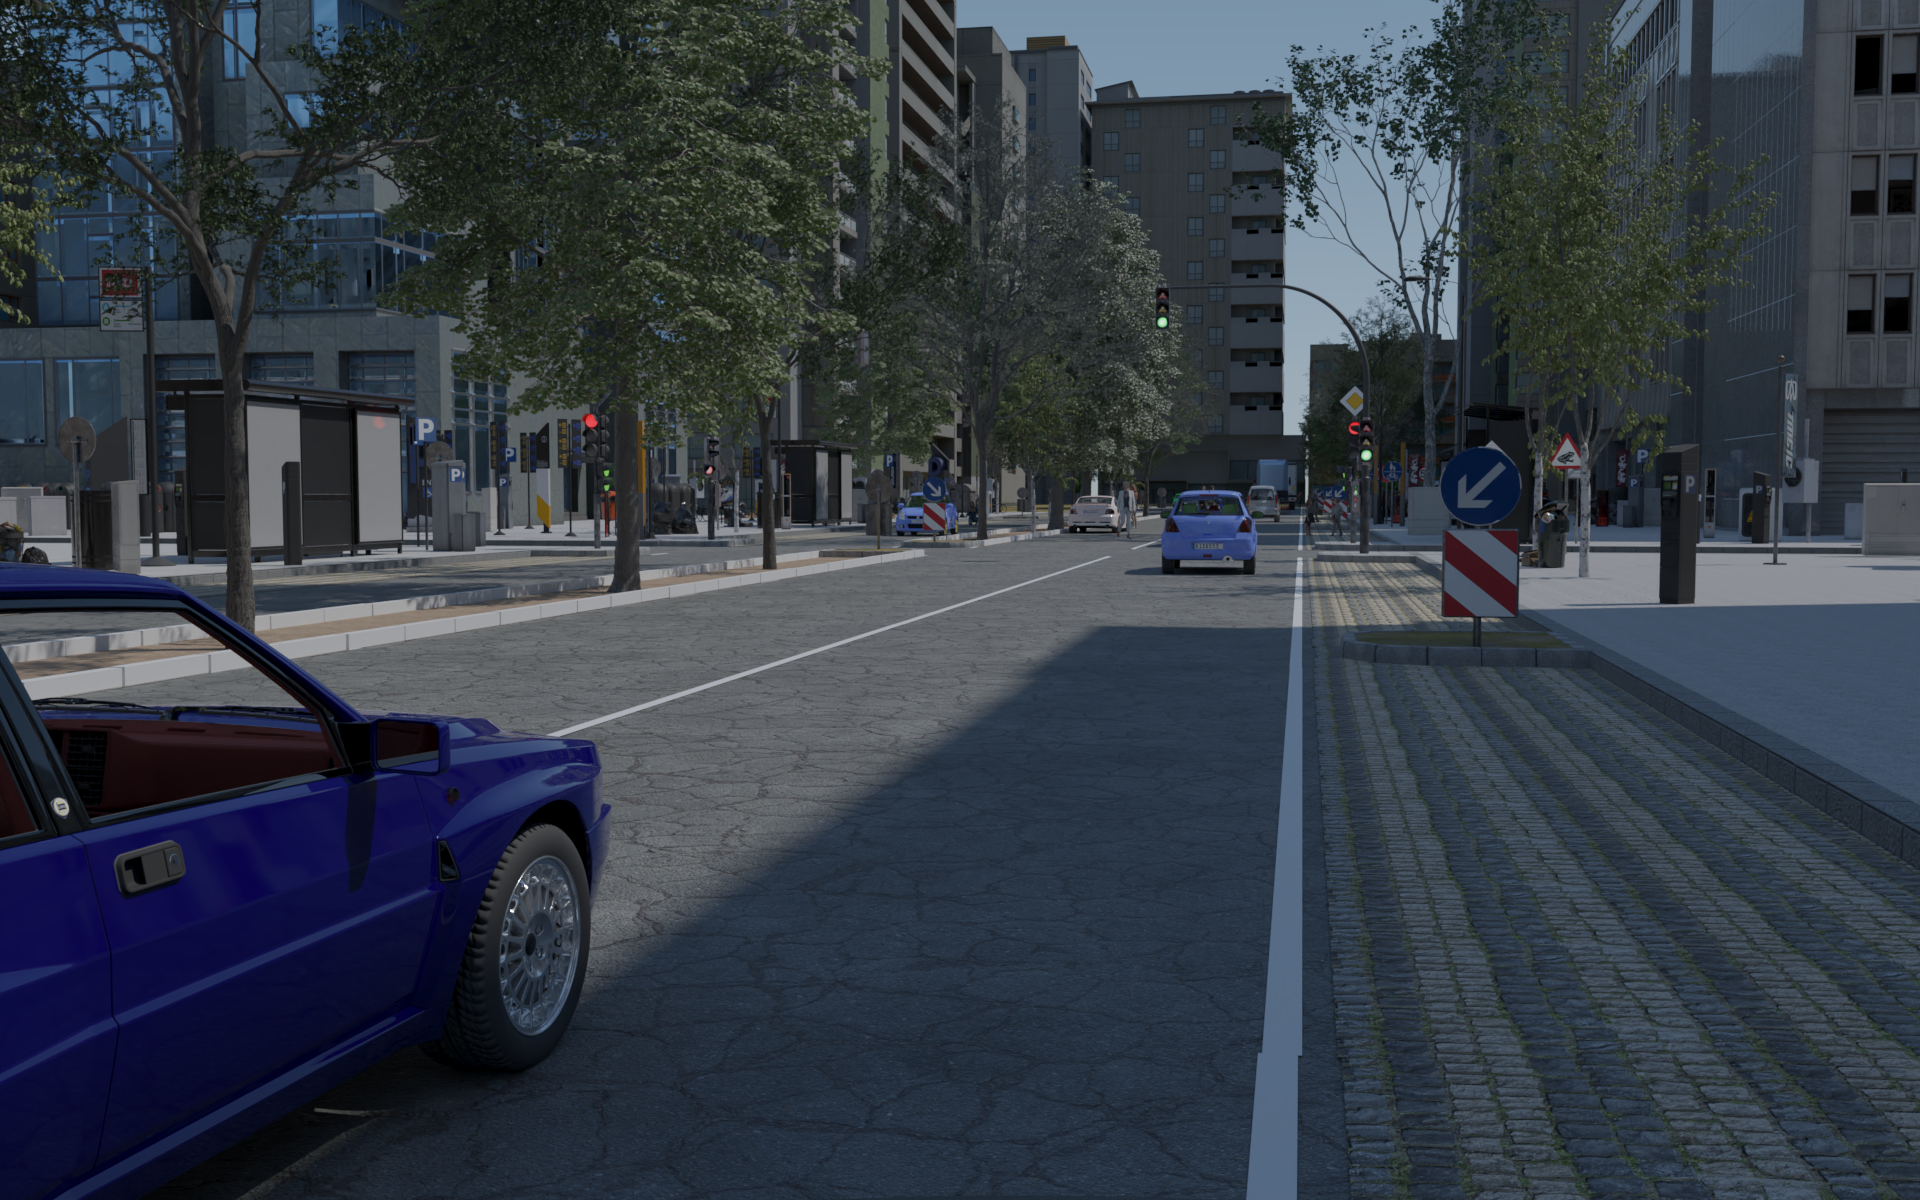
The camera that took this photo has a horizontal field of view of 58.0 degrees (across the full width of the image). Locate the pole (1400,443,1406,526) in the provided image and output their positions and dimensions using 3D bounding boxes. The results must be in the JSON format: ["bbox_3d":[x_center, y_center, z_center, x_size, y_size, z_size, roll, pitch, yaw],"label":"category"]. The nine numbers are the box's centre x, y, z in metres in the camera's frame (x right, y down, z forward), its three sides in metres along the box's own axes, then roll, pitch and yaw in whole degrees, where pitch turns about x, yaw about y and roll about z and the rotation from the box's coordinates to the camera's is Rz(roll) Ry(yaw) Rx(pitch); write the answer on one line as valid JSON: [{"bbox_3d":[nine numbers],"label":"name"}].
[{"bbox_3d":[17.557,-4.576,68.666,0.158,3.312,0.155,0,3,0],"label":"pole"}]

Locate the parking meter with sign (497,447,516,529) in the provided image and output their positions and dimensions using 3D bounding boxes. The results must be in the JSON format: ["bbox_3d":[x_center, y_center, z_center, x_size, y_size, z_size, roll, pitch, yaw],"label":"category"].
[{"bbox_3d":[-16.828,-4.139,63.941,0.543,3.016,1.738,0,4,-2],"label":"parking meter with sign"}]

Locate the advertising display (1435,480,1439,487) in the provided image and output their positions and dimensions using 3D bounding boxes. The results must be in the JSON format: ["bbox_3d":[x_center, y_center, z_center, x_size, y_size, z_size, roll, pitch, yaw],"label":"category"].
[{"bbox_3d":[21.459,-4.451,77.984,0.974,1.923,0.123,1,4,10],"label":"advertising display"}]

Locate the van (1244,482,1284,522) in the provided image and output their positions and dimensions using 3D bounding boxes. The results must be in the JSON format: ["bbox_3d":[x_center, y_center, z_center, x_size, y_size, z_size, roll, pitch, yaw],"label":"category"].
[{"bbox_3d":[15.610,-5.021,89.107,2.013,2.044,4.112,1,4,12],"label":"van"}]

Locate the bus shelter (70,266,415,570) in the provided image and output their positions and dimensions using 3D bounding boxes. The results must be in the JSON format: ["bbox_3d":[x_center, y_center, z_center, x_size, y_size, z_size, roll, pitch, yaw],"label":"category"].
[{"bbox_3d":[-13.605,-3.391,33.081,2.179,5.291,8.768,1,4,11],"label":"bus shelter"}]

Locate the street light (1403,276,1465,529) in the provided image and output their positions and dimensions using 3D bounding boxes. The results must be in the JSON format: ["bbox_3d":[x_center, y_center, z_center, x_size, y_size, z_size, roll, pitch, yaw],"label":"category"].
[{"bbox_3d":[10.123,-3.937,36.906,1.470,5.913,1.316,1,4,11],"label":"street light"}]

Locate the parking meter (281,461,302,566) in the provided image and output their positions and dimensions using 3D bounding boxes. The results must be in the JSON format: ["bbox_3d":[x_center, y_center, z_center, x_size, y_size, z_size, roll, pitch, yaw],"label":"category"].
[{"bbox_3d":[-12.050,-1.561,31.233,0.255,1.863,0.399,-2,4,-33],"label":"parking meter"}]

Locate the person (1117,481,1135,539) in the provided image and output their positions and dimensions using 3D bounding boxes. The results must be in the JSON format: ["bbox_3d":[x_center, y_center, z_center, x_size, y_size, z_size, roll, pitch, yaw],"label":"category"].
[{"bbox_3d":[5.284,-2.875,55.386,0.514,1.842,0.818,-1,4,-19],"label":"person"}]

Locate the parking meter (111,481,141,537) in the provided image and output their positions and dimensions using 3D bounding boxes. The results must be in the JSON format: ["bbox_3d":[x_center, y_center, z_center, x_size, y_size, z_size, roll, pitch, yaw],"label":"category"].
[{"bbox_3d":[-15.670,-1.470,32.439,0.372,1.533,0.369,0,3,0],"label":"parking meter"}]

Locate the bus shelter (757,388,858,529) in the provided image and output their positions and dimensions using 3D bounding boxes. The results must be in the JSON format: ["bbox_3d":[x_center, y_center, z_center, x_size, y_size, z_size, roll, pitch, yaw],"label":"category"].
[{"bbox_3d":[-6.138,-5.538,68.174,2.179,5.291,8.768,1,4,11],"label":"bus shelter"}]

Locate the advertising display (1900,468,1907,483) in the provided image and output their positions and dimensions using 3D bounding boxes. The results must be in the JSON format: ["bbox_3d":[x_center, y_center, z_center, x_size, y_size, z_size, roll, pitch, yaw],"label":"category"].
[{"bbox_3d":[23.712,-2.346,43.566,0.123,1.923,0.974,2,4,26],"label":"advertising display"}]

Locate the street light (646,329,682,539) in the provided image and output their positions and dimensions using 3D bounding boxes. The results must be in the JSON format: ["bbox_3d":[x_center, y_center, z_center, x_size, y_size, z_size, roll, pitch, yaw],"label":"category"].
[{"bbox_3d":[-8.282,-4.676,48.998,1.470,5.913,1.316,1,4,11],"label":"street light"}]

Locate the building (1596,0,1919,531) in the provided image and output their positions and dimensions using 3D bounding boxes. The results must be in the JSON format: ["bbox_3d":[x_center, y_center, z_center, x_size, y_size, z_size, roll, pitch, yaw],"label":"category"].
[{"bbox_3d":[35.945,-15.751,75.555,12.078,24.808,19.932,1,4,11],"label":"building"}]

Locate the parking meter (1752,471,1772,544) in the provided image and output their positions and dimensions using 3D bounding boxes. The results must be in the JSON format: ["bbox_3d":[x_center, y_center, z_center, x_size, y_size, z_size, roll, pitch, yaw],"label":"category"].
[{"bbox_3d":[20.686,-2.384,44.683,0.255,1.863,0.399,-2,4,-33],"label":"parking meter"}]

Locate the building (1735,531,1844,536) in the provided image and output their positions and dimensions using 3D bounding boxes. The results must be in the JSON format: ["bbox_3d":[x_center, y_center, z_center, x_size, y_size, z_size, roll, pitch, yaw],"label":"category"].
[{"bbox_3d":[36.150,-14.553,55.964,19.932,24.808,12.078,1,4,11],"label":"building"}]

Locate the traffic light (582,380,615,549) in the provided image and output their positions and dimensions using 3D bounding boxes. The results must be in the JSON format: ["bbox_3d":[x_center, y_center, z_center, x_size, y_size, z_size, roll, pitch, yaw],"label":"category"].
[{"bbox_3d":[-8.501,-3.159,40.570,0.839,4.253,0.868,1,4,11],"label":"traffic light"}]

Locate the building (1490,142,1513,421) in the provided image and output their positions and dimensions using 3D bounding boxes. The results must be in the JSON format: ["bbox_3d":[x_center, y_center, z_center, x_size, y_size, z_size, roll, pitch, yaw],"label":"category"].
[{"bbox_3d":[51.163,-22.749,143.643,14.160,30.474,14.107,1,4,11],"label":"building"}]

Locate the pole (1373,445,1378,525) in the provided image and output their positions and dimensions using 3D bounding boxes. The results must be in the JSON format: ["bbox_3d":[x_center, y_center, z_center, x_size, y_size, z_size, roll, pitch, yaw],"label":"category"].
[{"bbox_3d":[17.402,-4.811,72.499,0.158,3.312,0.155,0,3,0],"label":"pole"}]

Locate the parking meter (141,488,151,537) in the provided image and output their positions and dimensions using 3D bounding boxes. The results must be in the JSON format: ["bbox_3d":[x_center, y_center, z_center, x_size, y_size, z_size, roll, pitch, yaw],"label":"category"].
[{"bbox_3d":[-24.482,-2.662,51.931,0.372,1.533,0.369,0,3,0],"label":"parking meter"}]

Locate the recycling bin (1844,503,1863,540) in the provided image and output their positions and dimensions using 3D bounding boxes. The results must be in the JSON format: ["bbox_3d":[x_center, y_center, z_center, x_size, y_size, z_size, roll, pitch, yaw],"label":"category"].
[{"bbox_3d":[25.363,-2.219,48.839,0.722,1.027,0.722,2,4,28],"label":"recycling bin"}]

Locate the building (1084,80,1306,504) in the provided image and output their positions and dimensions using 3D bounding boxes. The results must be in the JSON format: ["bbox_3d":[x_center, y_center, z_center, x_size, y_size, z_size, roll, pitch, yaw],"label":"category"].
[{"bbox_3d":[31.707,-39.051,227.722,27.495,52.752,28.713,1,4,11],"label":"building"}]

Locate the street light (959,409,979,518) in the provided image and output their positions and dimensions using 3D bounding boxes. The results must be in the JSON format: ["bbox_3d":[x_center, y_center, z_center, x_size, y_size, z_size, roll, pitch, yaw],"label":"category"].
[{"bbox_3d":[0.646,-7.435,94.096,1.470,5.913,1.316,1,4,11],"label":"street light"}]

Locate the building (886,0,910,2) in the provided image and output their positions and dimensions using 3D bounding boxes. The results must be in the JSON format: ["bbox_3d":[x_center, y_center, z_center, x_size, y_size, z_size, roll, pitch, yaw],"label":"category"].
[{"bbox_3d":[-12.771,-31.406,137.193,21.300,48.544,21.600,1,4,11],"label":"building"}]

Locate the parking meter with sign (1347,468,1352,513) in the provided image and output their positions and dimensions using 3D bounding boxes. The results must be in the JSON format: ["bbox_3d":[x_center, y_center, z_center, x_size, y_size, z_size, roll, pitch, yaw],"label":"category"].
[{"bbox_3d":[26.448,-7.343,116.321,0.543,3.016,1.738,-1,4,-15],"label":"parking meter with sign"}]

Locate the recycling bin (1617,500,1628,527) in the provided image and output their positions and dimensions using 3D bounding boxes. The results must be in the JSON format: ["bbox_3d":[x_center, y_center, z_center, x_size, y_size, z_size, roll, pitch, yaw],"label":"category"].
[{"bbox_3d":[26.424,-3.429,68.625,0.722,1.027,0.722,1,4,21],"label":"recycling bin"}]

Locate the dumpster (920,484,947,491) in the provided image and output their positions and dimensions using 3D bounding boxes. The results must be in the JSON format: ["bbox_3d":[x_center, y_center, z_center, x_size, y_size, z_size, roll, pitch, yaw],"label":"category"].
[{"bbox_3d":[-1.449,-5.127,89.577,1.264,1.857,1.865,1,4,11],"label":"dumpster"}]

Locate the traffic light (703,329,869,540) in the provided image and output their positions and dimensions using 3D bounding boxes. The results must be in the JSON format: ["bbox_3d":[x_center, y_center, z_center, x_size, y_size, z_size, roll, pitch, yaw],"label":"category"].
[{"bbox_3d":[-4.883,-4.487,48.034,4.771,5.953,1.251,1,4,11],"label":"traffic light"}]

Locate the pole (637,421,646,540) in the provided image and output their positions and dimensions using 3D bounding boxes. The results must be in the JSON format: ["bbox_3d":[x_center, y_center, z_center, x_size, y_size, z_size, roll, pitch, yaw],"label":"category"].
[{"bbox_3d":[-8.882,-3.331,48.313,0.158,3.312,0.155,0,3,0],"label":"pole"}]

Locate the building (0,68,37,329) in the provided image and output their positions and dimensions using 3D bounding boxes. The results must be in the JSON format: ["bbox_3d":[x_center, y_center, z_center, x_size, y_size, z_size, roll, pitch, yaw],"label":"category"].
[{"bbox_3d":[-55.314,-14.450,81.294,28.899,21.520,27.650,1,4,11],"label":"building"}]

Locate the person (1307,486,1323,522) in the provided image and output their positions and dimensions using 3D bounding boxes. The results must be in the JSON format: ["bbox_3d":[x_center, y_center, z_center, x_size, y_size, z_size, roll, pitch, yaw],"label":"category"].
[{"bbox_3d":[17.878,-4.829,87.411,0.822,1.834,0.622,1,4,15],"label":"person"}]

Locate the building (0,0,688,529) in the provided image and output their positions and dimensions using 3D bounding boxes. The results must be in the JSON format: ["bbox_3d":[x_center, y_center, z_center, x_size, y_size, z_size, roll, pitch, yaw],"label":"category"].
[{"bbox_3d":[-26.669,-46.773,77.417,22.319,86.520,31.000,1,4,11],"label":"building"}]

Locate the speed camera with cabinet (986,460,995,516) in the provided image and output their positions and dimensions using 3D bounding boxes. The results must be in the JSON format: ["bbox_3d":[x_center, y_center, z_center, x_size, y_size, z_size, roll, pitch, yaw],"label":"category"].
[{"bbox_3d":[1.581,-6.518,100.904,0.660,3.252,2.038,1,4,11],"label":"speed camera with cabinet"}]

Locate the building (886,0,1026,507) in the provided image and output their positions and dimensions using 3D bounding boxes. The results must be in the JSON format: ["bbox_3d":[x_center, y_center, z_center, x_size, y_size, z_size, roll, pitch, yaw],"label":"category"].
[{"bbox_3d":[-5.254,-33.992,179.475,21.600,48.544,21.300,1,4,11],"label":"building"}]

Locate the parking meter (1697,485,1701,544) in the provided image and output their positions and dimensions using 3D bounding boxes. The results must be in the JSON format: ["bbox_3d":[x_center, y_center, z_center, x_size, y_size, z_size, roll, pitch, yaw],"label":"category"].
[{"bbox_3d":[18.936,-2.223,44.754,0.372,1.533,0.369,0,3,0],"label":"parking meter"}]

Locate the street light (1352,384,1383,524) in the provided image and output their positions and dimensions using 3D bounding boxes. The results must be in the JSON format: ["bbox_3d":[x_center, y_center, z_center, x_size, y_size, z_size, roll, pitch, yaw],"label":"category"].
[{"bbox_3d":[17.255,-6.163,73.309,1.470,5.913,1.316,1,4,11],"label":"street light"}]

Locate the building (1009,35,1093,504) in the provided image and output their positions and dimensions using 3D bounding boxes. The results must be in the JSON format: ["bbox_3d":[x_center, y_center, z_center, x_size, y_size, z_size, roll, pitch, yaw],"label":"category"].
[{"bbox_3d":[3.005,-41.991,228.558,28.212,58.520,21.231,1,4,11],"label":"building"}]

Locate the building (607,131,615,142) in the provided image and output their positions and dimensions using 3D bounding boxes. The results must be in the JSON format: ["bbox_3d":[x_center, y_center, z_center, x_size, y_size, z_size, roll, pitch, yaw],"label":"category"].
[{"bbox_3d":[-26.277,-45.534,182.729,20.611,71.187,20.563,1,4,11],"label":"building"}]

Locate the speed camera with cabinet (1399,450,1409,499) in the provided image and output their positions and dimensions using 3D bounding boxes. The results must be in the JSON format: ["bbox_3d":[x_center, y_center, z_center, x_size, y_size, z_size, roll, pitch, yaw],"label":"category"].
[{"bbox_3d":[20.452,-5.035,76.657,0.660,3.252,2.038,-3,5,-44],"label":"speed camera with cabinet"}]

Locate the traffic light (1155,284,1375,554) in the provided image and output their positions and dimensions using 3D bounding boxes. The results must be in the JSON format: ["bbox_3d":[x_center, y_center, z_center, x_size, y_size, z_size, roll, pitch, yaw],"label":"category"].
[{"bbox_3d":[6.613,-3.841,37.467,4.771,5.953,1.251,1,4,11],"label":"traffic light"}]

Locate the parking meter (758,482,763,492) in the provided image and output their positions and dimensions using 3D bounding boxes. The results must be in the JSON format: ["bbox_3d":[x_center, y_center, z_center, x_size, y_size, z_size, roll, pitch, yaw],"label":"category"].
[{"bbox_3d":[-9.704,-4.866,85.277,0.399,1.863,0.255,1,4,8],"label":"parking meter"}]

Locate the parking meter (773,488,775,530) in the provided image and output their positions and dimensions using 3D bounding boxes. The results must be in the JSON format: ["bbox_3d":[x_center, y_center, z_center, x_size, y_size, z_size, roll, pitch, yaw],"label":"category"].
[{"bbox_3d":[-6.743,-3.230,61.226,0.372,1.533,0.369,0,3,0],"label":"parking meter"}]

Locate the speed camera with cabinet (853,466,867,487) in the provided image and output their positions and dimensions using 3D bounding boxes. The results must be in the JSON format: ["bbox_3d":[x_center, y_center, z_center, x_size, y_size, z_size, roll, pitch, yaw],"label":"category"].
[{"bbox_3d":[-6.077,-6.061,93.434,2.038,3.252,0.660,0,4,2],"label":"speed camera with cabinet"}]

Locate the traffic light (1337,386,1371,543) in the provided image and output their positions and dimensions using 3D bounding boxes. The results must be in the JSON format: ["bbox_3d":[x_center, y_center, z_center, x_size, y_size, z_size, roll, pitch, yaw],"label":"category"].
[{"bbox_3d":[10.231,-3.432,45.036,0.839,4.253,0.868,1,4,11],"label":"traffic light"}]

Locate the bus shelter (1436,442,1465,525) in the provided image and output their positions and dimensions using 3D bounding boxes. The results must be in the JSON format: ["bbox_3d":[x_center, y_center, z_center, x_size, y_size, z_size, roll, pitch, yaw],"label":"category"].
[{"bbox_3d":[19.975,-4.565,68.558,2.014,3.302,5.546,1,4,11],"label":"bus shelter"}]

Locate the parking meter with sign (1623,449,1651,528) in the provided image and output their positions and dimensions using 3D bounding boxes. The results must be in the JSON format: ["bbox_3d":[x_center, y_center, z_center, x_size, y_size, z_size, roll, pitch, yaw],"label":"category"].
[{"bbox_3d":[25.903,-4.290,66.401,0.543,3.016,1.738,3,4,38],"label":"parking meter with sign"}]

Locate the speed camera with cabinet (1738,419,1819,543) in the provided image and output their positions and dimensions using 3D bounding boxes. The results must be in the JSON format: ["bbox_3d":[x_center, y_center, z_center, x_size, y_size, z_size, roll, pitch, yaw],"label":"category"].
[{"bbox_3d":[21.774,-3.166,46.098,0.660,3.252,2.038,-2,4,-25],"label":"speed camera with cabinet"}]

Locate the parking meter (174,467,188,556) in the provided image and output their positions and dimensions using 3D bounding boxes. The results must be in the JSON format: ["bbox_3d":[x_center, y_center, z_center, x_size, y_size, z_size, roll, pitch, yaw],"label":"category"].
[{"bbox_3d":[-16.162,-1.863,36.172,0.255,1.863,0.399,2,4,25],"label":"parking meter"}]

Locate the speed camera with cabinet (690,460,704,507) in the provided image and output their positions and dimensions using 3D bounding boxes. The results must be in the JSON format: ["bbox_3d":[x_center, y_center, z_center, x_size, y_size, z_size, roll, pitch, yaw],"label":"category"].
[{"bbox_3d":[-15.642,-6.466,100.054,0.660,3.252,2.038,2,4,31],"label":"speed camera with cabinet"}]

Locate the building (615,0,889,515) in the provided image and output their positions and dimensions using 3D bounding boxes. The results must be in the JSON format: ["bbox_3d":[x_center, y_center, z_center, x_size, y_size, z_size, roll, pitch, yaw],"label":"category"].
[{"bbox_3d":[-12.960,-26.136,110.921,14.154,41.232,14.086,1,4,11],"label":"building"}]

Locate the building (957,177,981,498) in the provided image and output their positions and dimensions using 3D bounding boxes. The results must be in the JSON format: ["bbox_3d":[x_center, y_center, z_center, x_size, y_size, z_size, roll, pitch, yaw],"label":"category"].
[{"bbox_3d":[-6.269,-23.421,154.628,14.160,30.474,14.107,1,4,11],"label":"building"}]

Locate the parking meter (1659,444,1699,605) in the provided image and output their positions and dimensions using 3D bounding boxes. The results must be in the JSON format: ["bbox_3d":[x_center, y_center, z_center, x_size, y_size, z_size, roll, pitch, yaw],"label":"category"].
[{"bbox_3d":[8.392,-0.888,20.228,0.399,1.863,0.255,-2,4,-32],"label":"parking meter"}]

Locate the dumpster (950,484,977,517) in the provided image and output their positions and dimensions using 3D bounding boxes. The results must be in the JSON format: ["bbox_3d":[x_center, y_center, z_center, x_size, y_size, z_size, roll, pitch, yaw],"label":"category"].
[{"bbox_3d":[0.196,-5.639,97.953,1.264,1.857,1.865,1,4,11],"label":"dumpster"}]

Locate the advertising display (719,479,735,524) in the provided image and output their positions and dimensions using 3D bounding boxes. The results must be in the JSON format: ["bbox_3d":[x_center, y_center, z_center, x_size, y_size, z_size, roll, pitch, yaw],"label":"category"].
[{"bbox_3d":[-9.966,-4.221,74.221,0.974,1.923,0.123,3,5,45],"label":"advertising display"}]

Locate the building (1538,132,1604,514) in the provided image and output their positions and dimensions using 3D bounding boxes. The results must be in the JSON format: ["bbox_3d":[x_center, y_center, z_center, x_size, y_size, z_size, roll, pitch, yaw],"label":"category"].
[{"bbox_3d":[42.672,-17.181,99.972,14.314,24.678,30.058,1,4,11],"label":"building"}]

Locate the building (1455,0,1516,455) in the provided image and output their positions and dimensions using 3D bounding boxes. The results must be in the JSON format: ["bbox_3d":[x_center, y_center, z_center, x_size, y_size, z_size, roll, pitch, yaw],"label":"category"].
[{"bbox_3d":[57.995,-38.004,163.360,21.231,58.520,28.212,1,4,11],"label":"building"}]

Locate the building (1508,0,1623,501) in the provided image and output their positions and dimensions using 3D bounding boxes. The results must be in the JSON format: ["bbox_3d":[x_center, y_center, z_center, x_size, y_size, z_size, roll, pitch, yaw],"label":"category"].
[{"bbox_3d":[48.370,-27.274,129.521,14.154,41.232,14.086,1,4,11],"label":"building"}]

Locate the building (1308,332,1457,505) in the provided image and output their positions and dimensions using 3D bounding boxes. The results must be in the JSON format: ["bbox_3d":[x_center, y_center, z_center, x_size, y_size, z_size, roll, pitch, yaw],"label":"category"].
[{"bbox_3d":[59.460,-23.045,221.821,28.899,21.520,27.650,1,4,11],"label":"building"}]

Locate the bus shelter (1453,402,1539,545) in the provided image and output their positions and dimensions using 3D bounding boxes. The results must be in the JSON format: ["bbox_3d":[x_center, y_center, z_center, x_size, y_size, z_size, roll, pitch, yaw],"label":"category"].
[{"bbox_3d":[14.493,-3.409,47.026,1.731,3.624,6.357,1,4,11],"label":"bus shelter"}]
